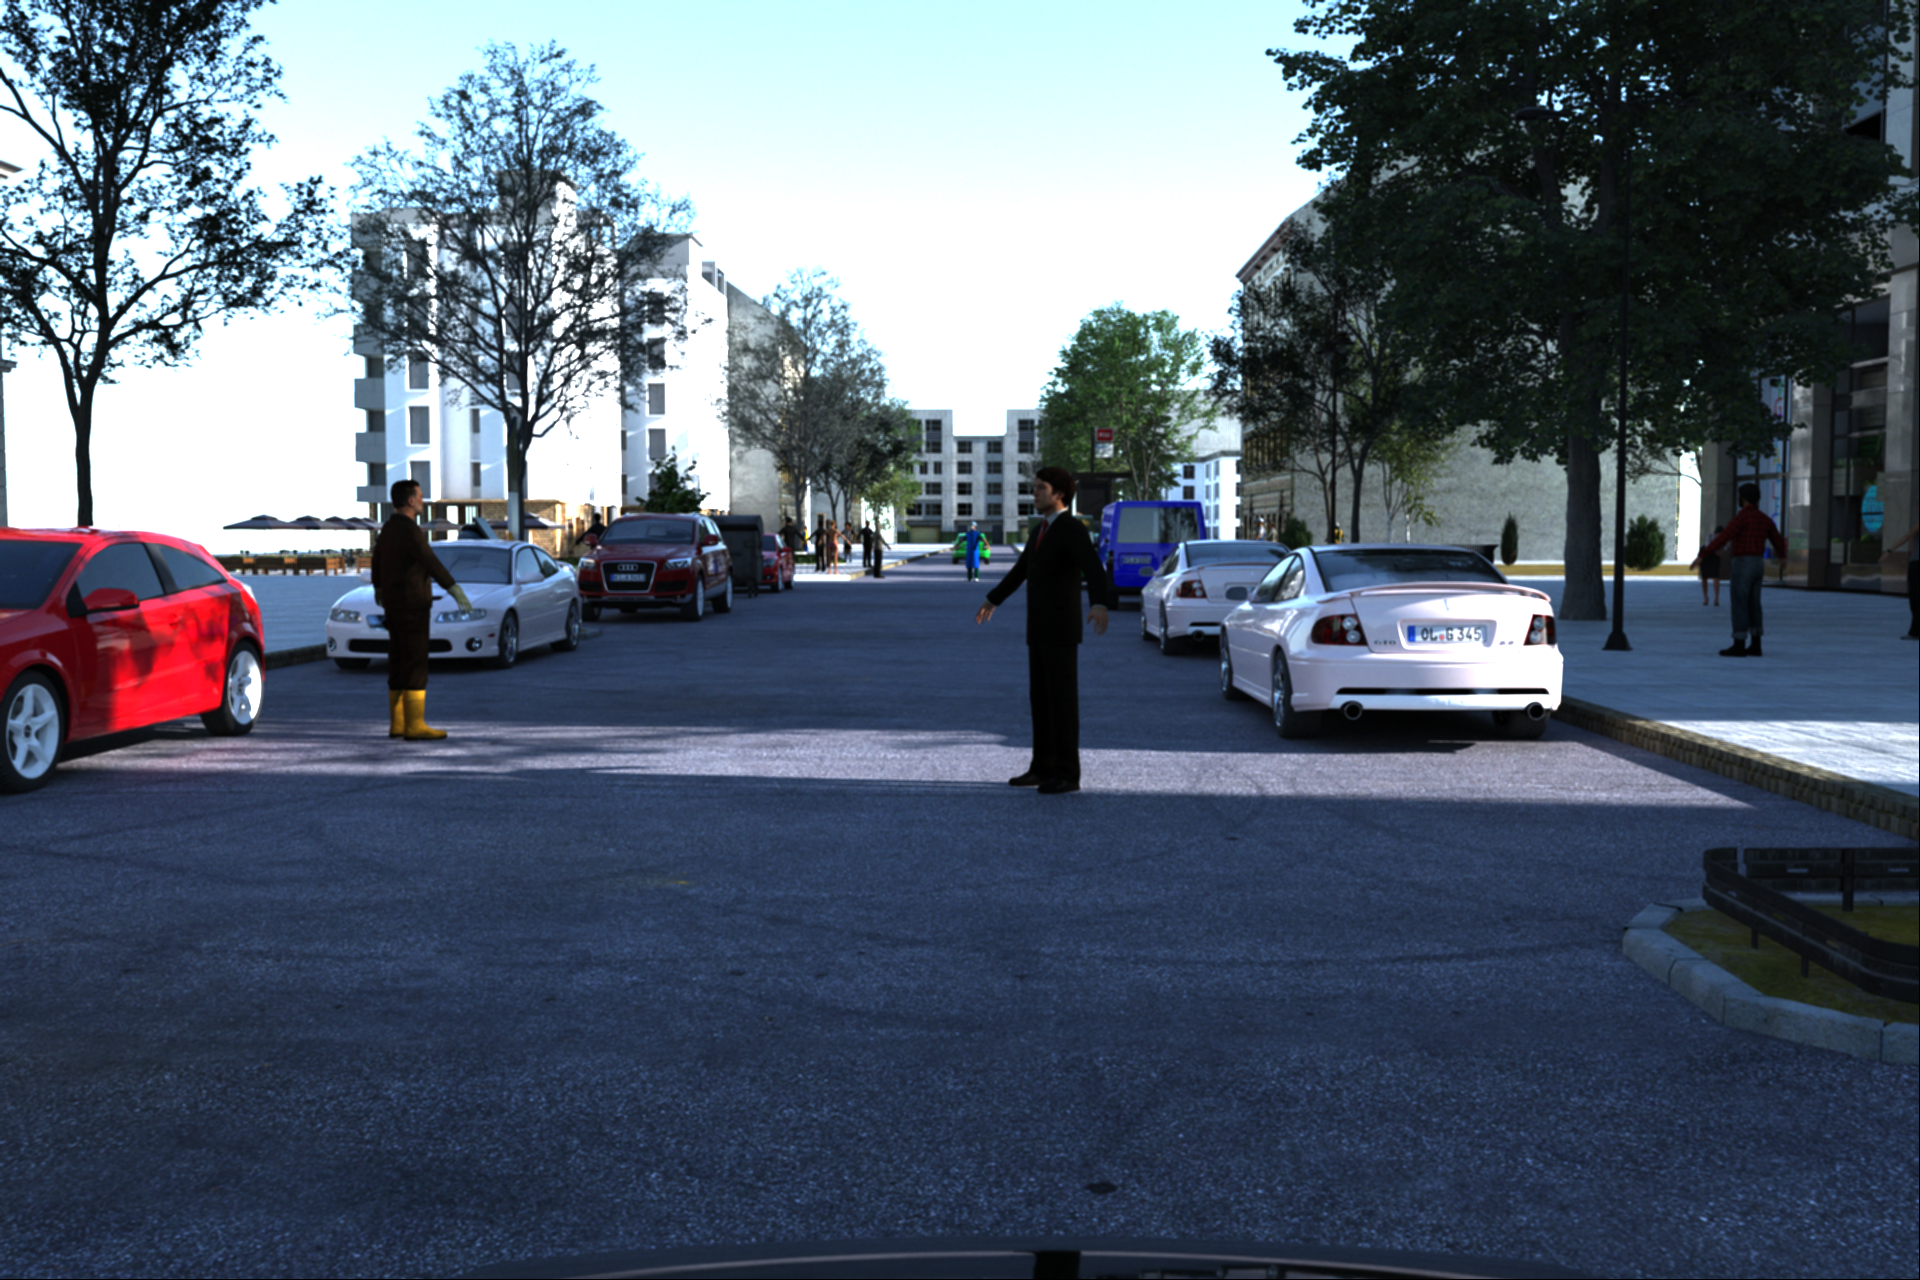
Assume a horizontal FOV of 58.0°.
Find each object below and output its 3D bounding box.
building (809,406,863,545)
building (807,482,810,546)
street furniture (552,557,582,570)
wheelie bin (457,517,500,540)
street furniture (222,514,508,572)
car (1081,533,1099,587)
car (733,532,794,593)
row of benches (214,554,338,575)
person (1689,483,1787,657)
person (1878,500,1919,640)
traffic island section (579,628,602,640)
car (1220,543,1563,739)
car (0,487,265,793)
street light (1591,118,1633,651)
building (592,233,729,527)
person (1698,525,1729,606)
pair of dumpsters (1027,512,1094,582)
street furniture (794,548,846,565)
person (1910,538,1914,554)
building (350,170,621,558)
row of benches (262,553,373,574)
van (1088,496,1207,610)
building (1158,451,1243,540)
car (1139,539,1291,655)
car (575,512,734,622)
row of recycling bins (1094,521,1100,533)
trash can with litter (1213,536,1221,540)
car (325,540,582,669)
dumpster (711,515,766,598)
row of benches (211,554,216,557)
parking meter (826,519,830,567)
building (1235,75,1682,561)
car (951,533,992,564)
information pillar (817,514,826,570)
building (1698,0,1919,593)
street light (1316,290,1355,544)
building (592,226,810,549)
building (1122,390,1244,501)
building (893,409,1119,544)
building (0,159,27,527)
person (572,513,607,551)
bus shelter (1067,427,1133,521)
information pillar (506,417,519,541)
[{"bbox_3d":[-22.249,-23.648,217.571,19.493,23.208,18.063,0,4,1],"label":"building"},{"bbox_3d":[-20.089,-14.574,180.434,9.099,9.664,28.070,0,4,1],"label":"building"},{"bbox_3d":[-11.792,-2.793,61.295,10.072,0.657,5.734,-2,4,-26],"label":"street furniture"},{"bbox_3d":[-9.020,-1.503,32.484,0.693,1.594,0.980,0,4,2],"label":"wheelie bin"},{"bbox_3d":[-26.797,-4.095,71.988,14.083,1.986,27.439,0,4,8],"label":"street furniture"},{"bbox_3d":[3.794,-2.276,46.008,1.959,1.807,4.718,0,4,1],"label":"car"},{"bbox_3d":[-5.251,-2.115,43.619,2.155,1.783,4.494,0,4,1],"label":"car"},{"bbox_3d":[-21.428,-2.382,54.407,4.104,0.672,1.422,1,4,12],"label":"row of benches"},{"bbox_3d":[8.235,-0.738,18.180,1.345,1.816,0.704,-2,4,-24],"label":"person"},{"bbox_3d":[11.662,-0.872,21.070,1.217,1.737,0.721,-1,4,-21],"label":"person"},{"bbox_3d":[-6.039,-0.063,23.891,1.991,0.108,1.994,0,4,1],"label":"traffic island section"},{"bbox_3d":[3.180,-0.070,13.510,2.083,1.381,4.827,0,4,1],"label":"car"},{"bbox_3d":[-6.007,-0.115,10.917,2.155,1.783,4.494,0,4,1],"label":"car"},{"bbox_3d":[7.822,-2.841,18.984,1.470,5.913,1.316,0,4,1],"label":"street light"},{"bbox_3d":[-21.722,-15.524,110.244,16.016,20.090,11.380,0,4,1],"label":"building"},{"bbox_3d":[13.467,-1.330,30.972,0.628,1.438,0.799,-1,4,-23],"label":"person"},{"bbox_3d":[4.210,-2.845,51.460,4.436,2.255,1.574,0,3,0],"label":"pair of dumpsters"},{"bbox_3d":[-9.879,-3.499,72.834,10.072,0.657,5.734,-2,4,-25],"label":"street furniture"},{"bbox_3d":[17.494,-1.555,31.206,1.343,1.855,0.704,-2,4,-29],"label":"person"},{"bbox_3d":[-25.768,-14.377,91.488,16.016,20.090,11.380,0,4,2],"label":"building"},{"bbox_3d":[-20.654,-2.498,56.308,4.104,0.672,1.422,-1,4,-17],"label":"row of benches"},{"bbox_3d":[3.700,-1.828,34.279,2.240,2.365,5.245,0,4,1],"label":"van"},{"bbox_3d":[27.200,-15.045,188.132,9.099,9.664,28.070,0,4,1],"label":"building"},{"bbox_3d":[3.340,-0.579,21.831,2.083,1.381,4.827,0,4,1],"label":"car"},{"bbox_3d":[-5.223,-1.309,30.075,2.281,1.827,5.304,0,4,1],"label":"car"},{"bbox_3d":[4.395,-2.936,55.118,1.069,1.692,3.534,0,4,0],"label":"row of recycling bins"},{"bbox_3d":[7.577,-2.479,51.595,1.678,1.210,2.233,0,4,1],"label":"trash can with litter"},{"bbox_3d":[-5.670,-0.462,19.912,2.083,1.381,4.827,0,4,1],"label":"car"},{"bbox_3d":[-5.389,-1.892,39.152,1.865,1.857,1.264,0,4,1],"label":"dumpster"},{"bbox_3d":[-26.287,-2.522,56.703,4.104,0.672,1.422,1,4,10],"label":"row of benches"},{"bbox_3d":[-5.285,-3.791,67.700,0.399,1.863,0.255,0,4,2],"label":"parking meter"},{"bbox_3d":[25.509,-15.960,91.872,19.493,23.208,18.063,0,4,1],"label":"building"},{"bbox_3d":[0.543,-4.561,83.364,1.959,1.807,4.718,0,4,1],"label":"car"},{"bbox_3d":[-5.006,-3.545,62.451,0.304,2.012,0.304,0,4,1],"label":"information pillar"},{"bbox_3d":[29.599,-15.887,25.981,22.709,31.103,35.509,0,4,1],"label":"building"},{"bbox_3d":[7.125,-3.682,32.996,0.468,5.910,1.993,0,4,2],"label":"street light"},{"bbox_3d":[-22.037,-18.485,133.161,19.493,23.208,18.063,0,4,1],"label":"building"},{"bbox_3d":[30.194,-21.669,220.741,16.747,18.905,31.486,0,4,1],"label":"building"},{"bbox_3d":[6.617,-23.325,250.282,31.486,18.905,16.747,0,4,1],"label":"building"},{"bbox_3d":[-31.103,-15.053,33.508,14.401,28.519,23.554,0,4,1],"label":"building"},{"bbox_3d":[-9.235,-2.326,44.077,1.345,1.823,0.704,-3,5,-42],"label":"person"},{"bbox_3d":[4.751,-5.206,62.751,2.179,5.291,8.768,0,4,-1],"label":"bus shelter"},{"bbox_3d":[-8.867,-2.631,34.373,0.183,3.616,0.504,0,4,2],"label":"information pillar"}]
